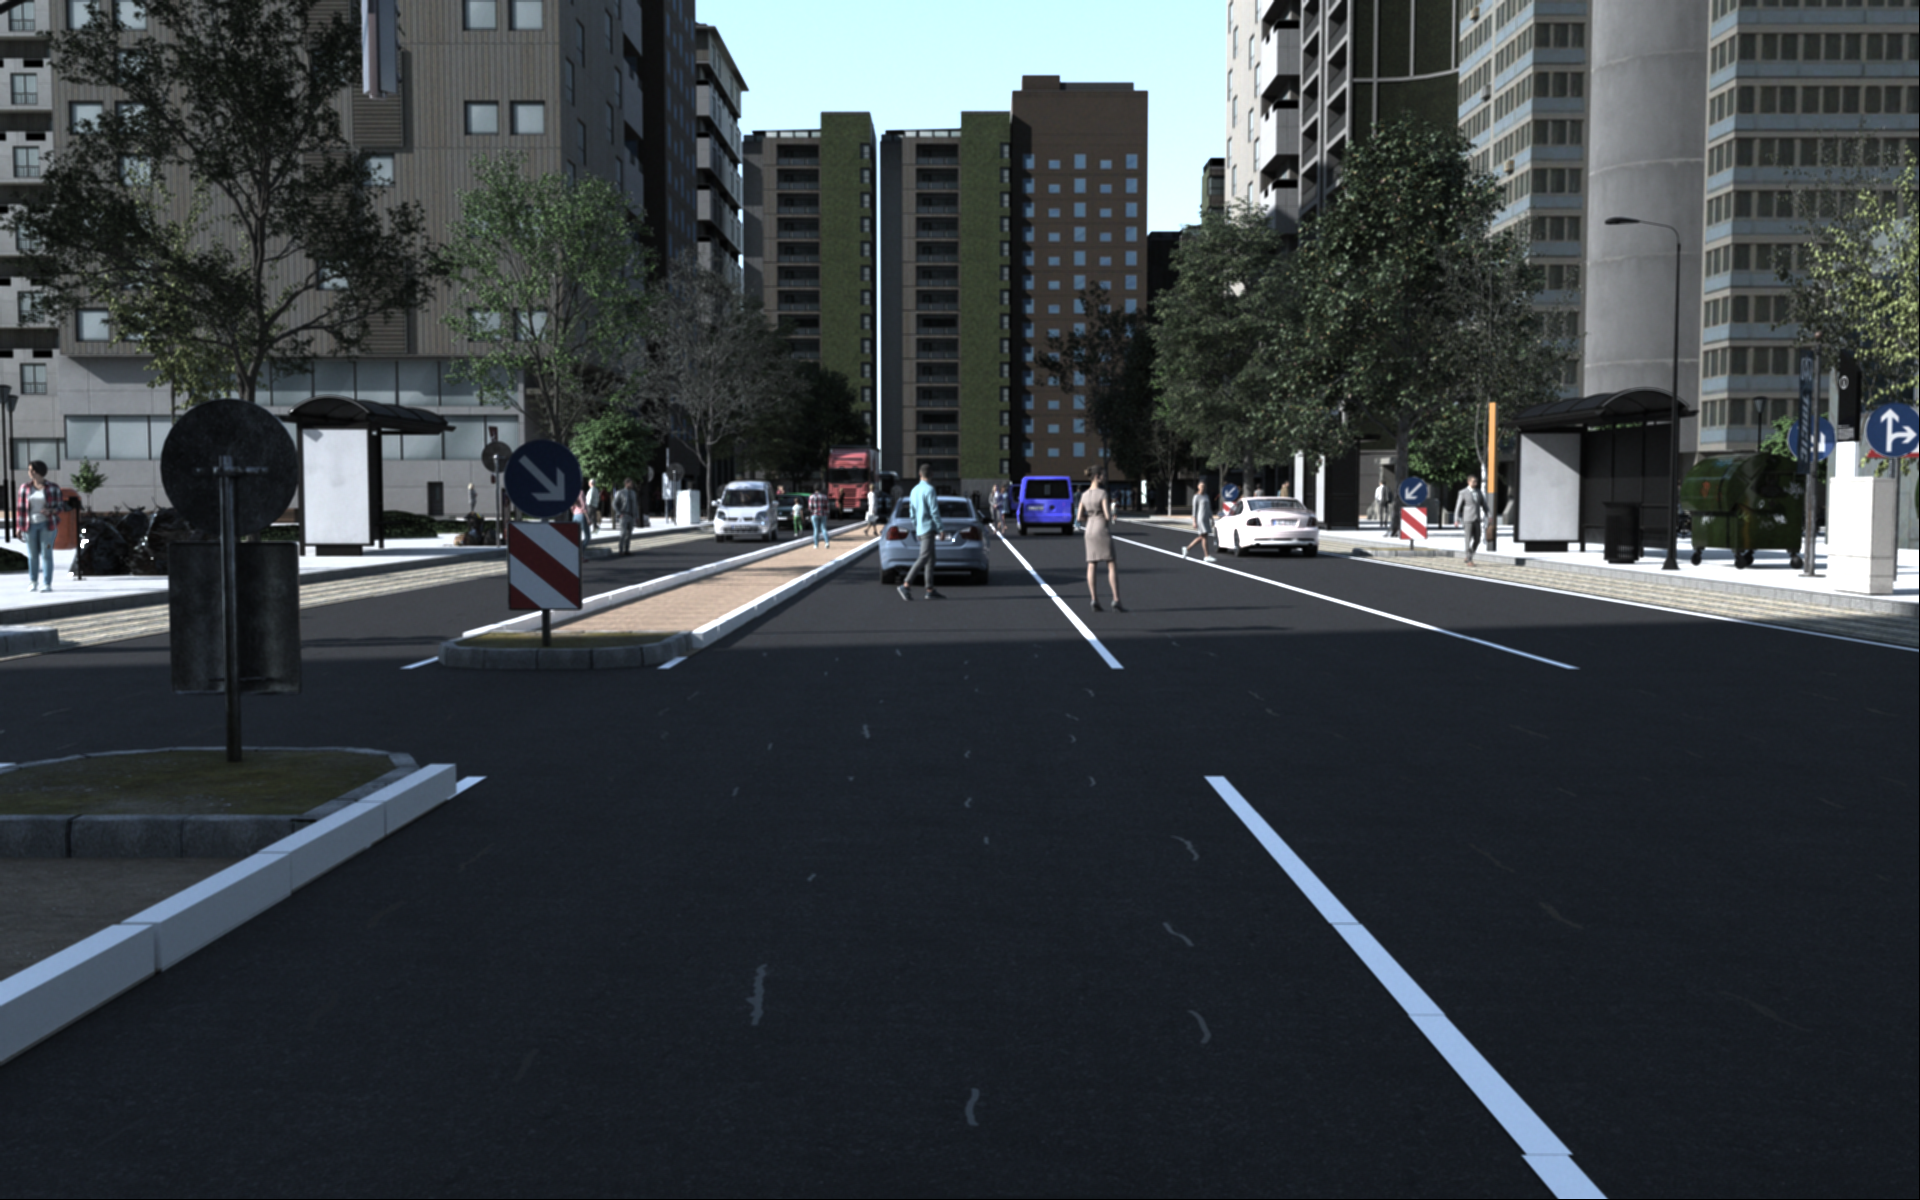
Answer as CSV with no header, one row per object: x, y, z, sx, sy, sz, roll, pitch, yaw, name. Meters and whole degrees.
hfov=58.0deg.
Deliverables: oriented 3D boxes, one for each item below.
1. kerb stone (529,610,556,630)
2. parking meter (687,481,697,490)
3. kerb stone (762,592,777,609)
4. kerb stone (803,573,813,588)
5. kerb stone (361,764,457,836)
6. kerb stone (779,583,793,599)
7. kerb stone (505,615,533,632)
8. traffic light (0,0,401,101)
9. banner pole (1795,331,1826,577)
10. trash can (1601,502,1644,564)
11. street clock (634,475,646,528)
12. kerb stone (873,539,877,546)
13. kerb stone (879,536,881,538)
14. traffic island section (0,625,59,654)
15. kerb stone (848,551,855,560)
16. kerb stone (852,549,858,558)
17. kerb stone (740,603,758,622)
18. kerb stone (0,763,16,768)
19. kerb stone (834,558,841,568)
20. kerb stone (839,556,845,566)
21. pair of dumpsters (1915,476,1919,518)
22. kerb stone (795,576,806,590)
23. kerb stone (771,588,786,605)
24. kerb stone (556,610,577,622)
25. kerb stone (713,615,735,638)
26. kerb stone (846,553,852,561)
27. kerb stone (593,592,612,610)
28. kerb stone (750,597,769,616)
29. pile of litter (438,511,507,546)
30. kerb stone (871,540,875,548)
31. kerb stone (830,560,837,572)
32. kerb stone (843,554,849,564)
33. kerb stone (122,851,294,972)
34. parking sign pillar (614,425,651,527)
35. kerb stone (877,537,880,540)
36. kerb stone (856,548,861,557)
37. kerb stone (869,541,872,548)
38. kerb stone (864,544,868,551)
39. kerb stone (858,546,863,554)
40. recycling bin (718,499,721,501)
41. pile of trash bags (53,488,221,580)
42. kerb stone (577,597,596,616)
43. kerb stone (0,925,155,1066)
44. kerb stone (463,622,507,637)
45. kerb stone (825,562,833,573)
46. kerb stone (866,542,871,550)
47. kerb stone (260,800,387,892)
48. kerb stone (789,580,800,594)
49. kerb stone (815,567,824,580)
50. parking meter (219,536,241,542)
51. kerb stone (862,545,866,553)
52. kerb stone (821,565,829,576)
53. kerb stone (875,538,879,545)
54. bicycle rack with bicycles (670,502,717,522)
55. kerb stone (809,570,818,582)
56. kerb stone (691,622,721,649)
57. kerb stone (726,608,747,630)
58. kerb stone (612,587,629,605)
-4.535,0.223,18.556,0.120,0.150,1.000,0,3,0,kerb stone
-12.086,-4.430,78.144,0.399,1.863,0.255,3,5,43,parking meter
-2.428,0.037,21.619,0.120,0.150,1.000,0,3,0,kerb stone
-2.411,-0.277,26.740,0.120,0.150,1.000,0,3,0,kerb stone
-2.456,0.885,7.734,0.120,0.150,1.000,0,3,0,kerb stone
-2.422,-0.090,23.673,0.120,0.150,1.000,0,3,0,kerb stone
-4.532,0.288,17.534,0.120,0.150,1.000,0,3,0,kerb stone
-7.392,-2.490,15.373,4.771,5.953,1.251,0,3,0,traffic light
13.030,-2.237,26.586,0.863,3.779,0.401,-3,5,-40,banner pole
12.203,-1.240,31.927,0.748,1.137,0.748,0,3,0,trash can
-12.090,-3.723,65.448,0.471,2.002,0.358,2,4,32,street clock
-2.374,-1.470,46.233,0.120,0.150,1.000,0,3,0,kerb stone
-2.371,-1.658,49.303,0.120,0.150,1.000,0,3,0,kerb stone
-9.524,0.416,15.477,2.009,0.180,2.903,0,3,0,traffic island section
-2.395,-0.905,36.992,0.120,0.150,1.000,0,3,0,kerb stone
-2.391,-0.968,38.024,0.120,0.150,1.000,0,3,0,kerb stone
-2.433,0.164,19.574,0.120,0.150,1.000,0,3,0,kerb stone
-4.558,0.883,7.757,0.120,0.150,1.000,0,3,0,kerb stone
-2.409,-0.654,32.886,0.120,0.150,1.000,0,3,0,kerb stone
-2.402,-0.716,33.908,0.120,0.150,1.000,0,3,0,kerb stone
12.475,-1.012,19.046,1.574,2.255,4.437,0,3,0,pair of dumpsters
-2.423,-0.215,25.717,0.120,0.150,1.000,0,3,0,kerb stone
-2.422,-0.028,22.650,0.120,0.150,1.000,0,3,0,kerb stone
-4.535,0.160,19.582,0.120,0.150,1.000,0,3,0,kerb stone
-2.431,0.286,17.528,0.120,0.150,1.000,0,3,0,kerb stone
-2.393,-0.842,35.956,0.120,0.150,1.000,0,3,0,kerb stone
-4.536,0.035,21.634,0.120,0.150,1.000,0,3,0,kerb stone
-2.421,0.098,20.596,0.120,0.150,1.000,0,3,0,kerb stone
-12.050,-1.776,43.002,1.719,0.858,1.176,0,4,2,pile of litter
-2.378,-1.408,45.209,0.120,0.150,1.000,0,3,0,kerb stone
-2.398,-0.591,31.863,0.120,0.150,1.000,0,3,0,kerb stone
-2.392,-0.779,34.933,0.120,0.150,1.000,0,3,0,kerb stone
-2.453,1.010,5.690,0.120,0.150,1.000,0,3,0,kerb stone
-12.761,-4.816,67.218,1.447,3.967,1.447,-1,4,-16,parking sign pillar
-2.374,-1.595,48.278,0.120,0.150,1.000,0,3,0,kerb stone
-2.389,-1.031,39.047,0.120,0.150,1.000,0,3,0,kerb stone
-2.387,-1.343,44.186,0.120,0.150,1.000,0,3,0,kerb stone
-2.388,-1.215,42.142,0.120,0.150,1.000,0,3,0,kerb stone
-2.384,-1.093,40.077,0.120,0.150,1.000,0,3,0,kerb stone
-11.870,-4.617,88.046,0.722,1.027,0.722,-2,4,-28,recycling bin
-13.166,-1.072,27.282,1.912,1.369,3.447,1,4,9,pile of trash bags
-4.528,0.103,20.612,0.120,0.150,1.000,0,3,0,kerb stone
-2.463,1.072,4.663,0.120,0.150,1.000,0,3,0,kerb stone
-4.536,0.349,16.512,0.120,0.150,1.000,0,3,0,kerb stone
-2.404,-0.529,30.841,0.120,0.150,1.000,0,3,0,kerb stone
-2.377,-1.282,43.164,0.120,0.150,1.000,0,3,0,kerb stone
-2.458,0.947,6.713,0.120,0.150,1.000,0,3,0,kerb stone
-2.420,-0.150,24.695,0.120,0.150,1.000,0,3,0,kerb stone
-2.407,-0.403,28.788,0.120,0.150,1.000,0,3,0,kerb stone
-12.423,-1.286,29.431,0.372,1.533,0.369,0,3,0,parking meter
-2.388,-1.148,41.109,0.120,0.150,1.000,0,3,0,kerb stone
-2.404,-0.463,29.810,0.120,0.150,1.000,0,3,0,kerb stone
-2.371,-1.533,47.256,0.120,0.150,1.000,0,3,0,kerb stone
-12.373,-4.079,80.078,2.852,0.926,2.925,1,4,9,bicycle rack with bicycles
-2.419,-0.340,27.765,0.120,0.150,1.000,0,3,0,kerb stone
-2.436,0.348,16.501,0.120,0.150,1.000,0,3,0,kerb stone
-2.431,0.225,18.551,0.120,0.150,1.000,0,3,0,kerb stone
-4.524,-0.029,22.664,0.120,0.150,1.000,0,3,0,kerb stone
